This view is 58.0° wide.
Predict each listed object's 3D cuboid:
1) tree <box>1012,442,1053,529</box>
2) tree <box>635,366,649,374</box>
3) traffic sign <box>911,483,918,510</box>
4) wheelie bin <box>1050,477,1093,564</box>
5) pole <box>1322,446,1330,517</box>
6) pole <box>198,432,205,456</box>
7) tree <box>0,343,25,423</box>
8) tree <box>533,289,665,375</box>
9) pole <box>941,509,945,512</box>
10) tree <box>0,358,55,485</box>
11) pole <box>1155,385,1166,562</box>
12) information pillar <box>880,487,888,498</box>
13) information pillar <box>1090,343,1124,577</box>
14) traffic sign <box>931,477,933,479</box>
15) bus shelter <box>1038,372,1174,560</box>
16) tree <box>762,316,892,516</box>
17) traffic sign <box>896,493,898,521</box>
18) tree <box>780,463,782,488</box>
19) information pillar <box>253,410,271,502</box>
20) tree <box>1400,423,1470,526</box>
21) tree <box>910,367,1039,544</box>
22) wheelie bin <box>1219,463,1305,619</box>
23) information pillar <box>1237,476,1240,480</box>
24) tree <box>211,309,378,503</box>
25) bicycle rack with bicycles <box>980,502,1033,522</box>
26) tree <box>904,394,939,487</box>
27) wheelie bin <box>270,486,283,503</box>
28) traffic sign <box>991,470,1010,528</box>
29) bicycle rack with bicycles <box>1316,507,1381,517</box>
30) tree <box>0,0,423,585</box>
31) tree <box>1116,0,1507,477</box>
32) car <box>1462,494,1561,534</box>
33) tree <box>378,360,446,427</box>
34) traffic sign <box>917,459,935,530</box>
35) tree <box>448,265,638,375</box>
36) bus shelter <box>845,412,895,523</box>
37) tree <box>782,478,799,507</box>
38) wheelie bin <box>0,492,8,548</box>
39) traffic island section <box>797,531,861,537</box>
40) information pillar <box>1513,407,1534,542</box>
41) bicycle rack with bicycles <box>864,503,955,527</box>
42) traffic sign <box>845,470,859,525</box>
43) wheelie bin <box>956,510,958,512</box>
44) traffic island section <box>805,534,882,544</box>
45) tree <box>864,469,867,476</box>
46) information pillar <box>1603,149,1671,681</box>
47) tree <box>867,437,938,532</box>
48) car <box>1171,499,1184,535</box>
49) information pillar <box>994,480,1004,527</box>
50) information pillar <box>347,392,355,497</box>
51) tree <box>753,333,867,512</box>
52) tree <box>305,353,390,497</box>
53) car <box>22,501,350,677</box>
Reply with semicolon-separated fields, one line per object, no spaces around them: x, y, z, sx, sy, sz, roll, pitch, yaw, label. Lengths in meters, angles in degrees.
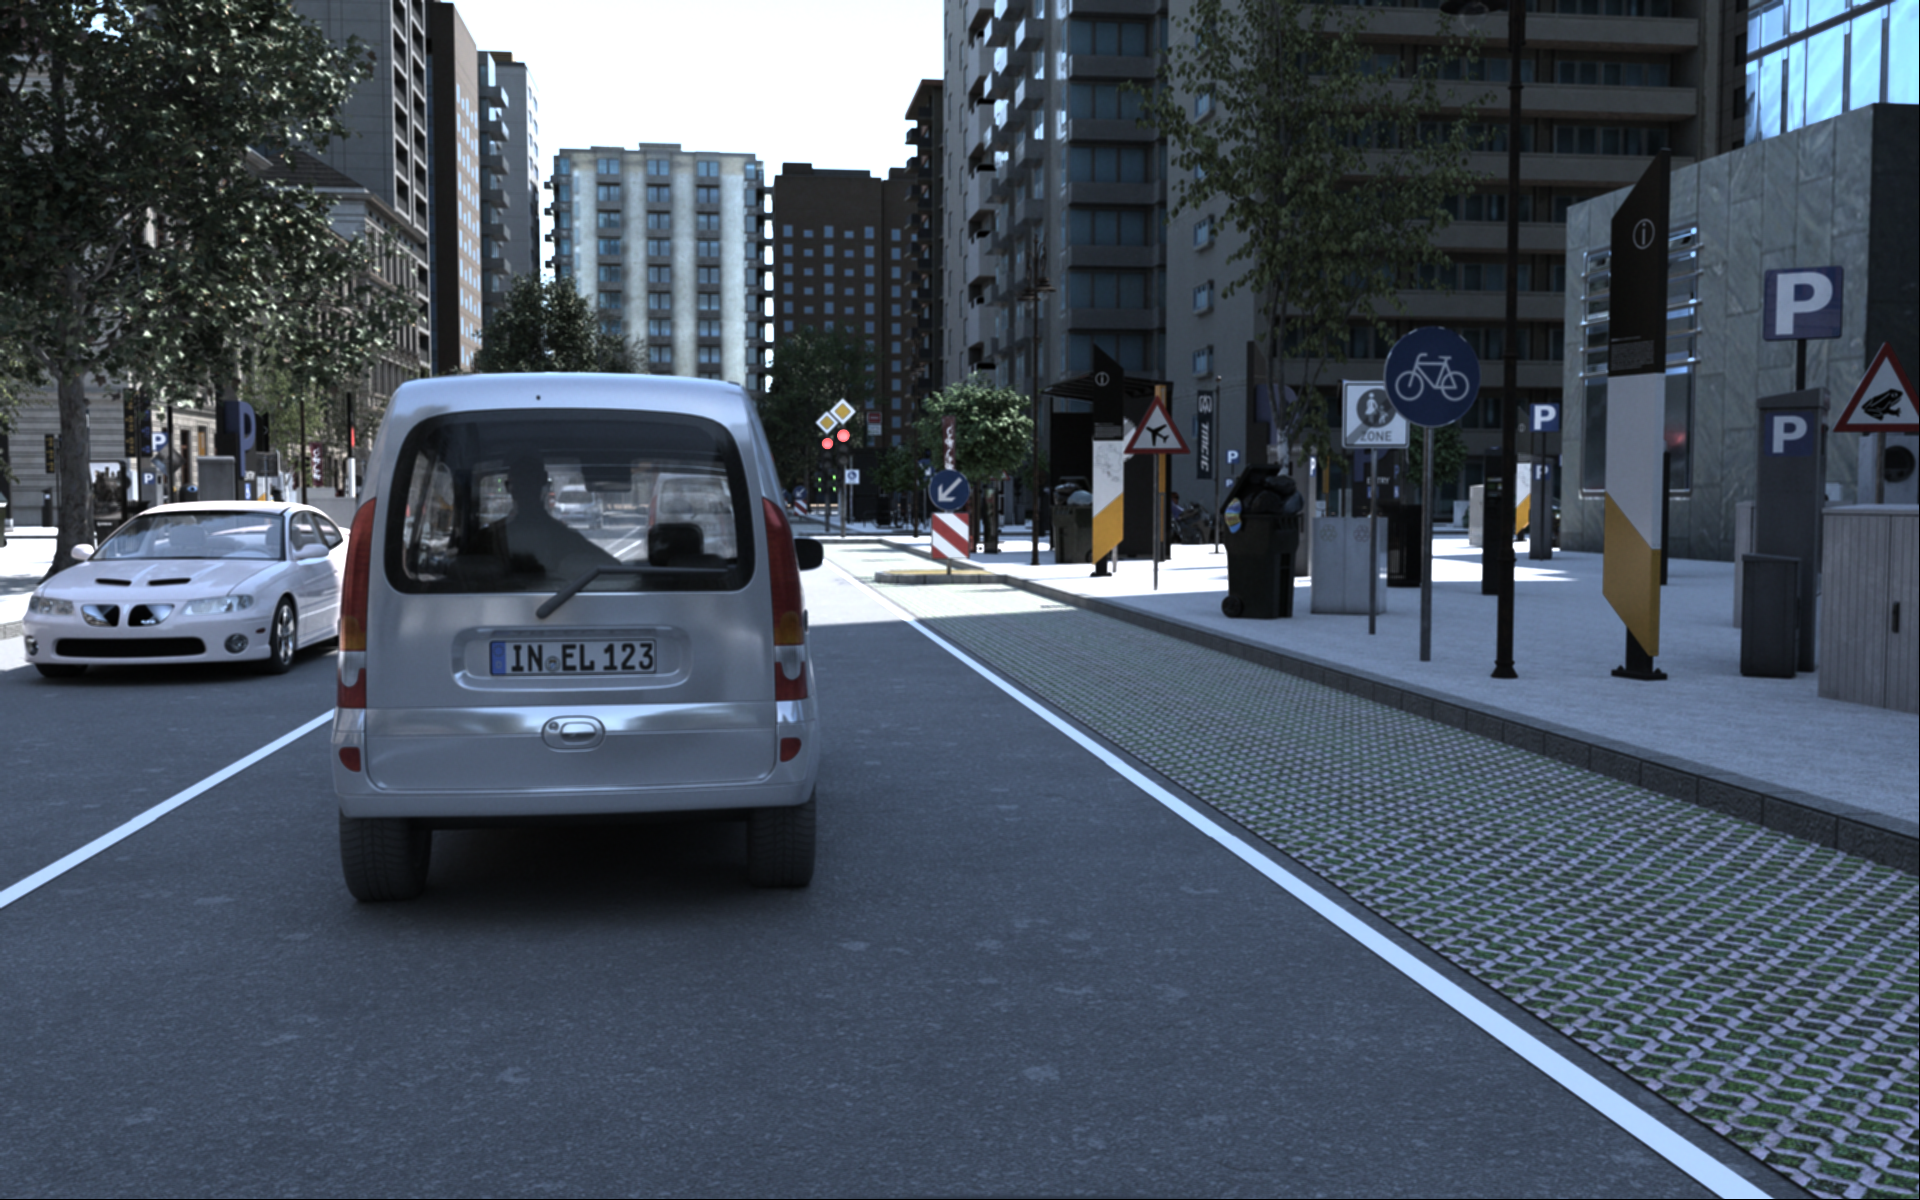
3.005;-4.248;64.050;1.663;3.219;1.824;0;3;0;tree
-32.390;-16.268;172.634;9.857;13.997;8.962;0;3;0;tree
-2.189;-4.659;78.302;0.606;2.300;0.079;0;4;-2;traffic sign
2.110;-1.471;31.963;0.980;1.594;0.693;3;5;45;wheelie bin
15.274;-4.812;72.511;0.158;3.312;0.155;0;3;0;pole
-25.117;-3.889;57.434;0.158;3.312;0.155;0;3;0;pole
-21.403;-5.299;37.005;4.737;8.622;4.395;0;3;0;tree
-22.261;-11.800;103.296;12.009;13.543;11.850;0;3;0;tree
-0.710;-4.839;72.957;0.158;3.312;0.155;0;3;0;pole
-25.484;-5.793;45.073;4.360;8.622;3.978;0;3;0;tree
3.756;-2.366;32.532;0.158;3.312;0.155;0;3;0;pole
-3.836;-5.053;87.115;0.304;2.012;0.304;2;4;35;information pillar
2.284;-2.172;26.867;0.504;3.616;0.183;0;4;8;information pillar
-1.170;-5.023;84.263;0.606;2.300;0.079;0;4;-3;traffic sign
2.946;-2.769;36.550;1.731;3.624;6.357;0;4;-8;bus shelter
-7.906;-10.809;102.478;9.928;11.665;9.643;0;3;0;tree
-2.982;-5.014;82.088;0.768;2.556;0.104;0;4;0;traffic sign
-20.470;-15.992;195.876;7.601;10.594;8.767;-1;4;-16;tree
-19.574;-3.497;48.533;0.504;3.616;0.183;-2;4;-26;information pillar
18.862;-5.259;69.699;4.285;4.588;4.351;0;3;0;tree
0.393;-3.750;45.026;4.285;4.588;4.351;0;3;0;tree
3.163;-0.618;18.017;0.693;1.594;0.980;3;5;40;wheelie bin
11.153;-3.970;69.393;0.304;2.012;0.304;2;4;34;information pillar
-24.395;-6.840;62.196;4.737;8.622;4.395;0;3;0;tree
2.078;-3.980;78.455;2.852;0.926;2.925;3;5;39;bicycle rack with bicycles
-2.340;-10.881;128.269;4.737;8.622;4.395;0;3;0;tree
-26.391;-3.589;66.581;0.693;1.594;0.980;-2;4;-31;wheelie bin
1.454;-4.022;65.765;0.884;2.594;0.081;0;4;-2;traffic sign
10.807;-2.095;47.641;2.852;0.926;2.925;2;4;30;bicycle rack with bicycles
-12.704;-6.581;24.605;9.611;12.733;9.660;0;3;0;tree
4.019;-4.265;20.092;4.737;8.622;4.395;0;3;0;tree
19.466;-2.854;58.454;4.920;1.459;2.131;0;4;-8;car
-29.964;-8.850;95.059;4.737;8.622;4.395;0;3;0;tree
-1.270;-3.822;62.594;0.768;2.556;0.104;0;4;-1;traffic sign
-20.912;-10.391;86.904;9.611;12.733;9.660;0;3;0;tree
-4.548;-6.396;82.199;2.179;5.291;8.768;0;4;-8;bus shelter
-17.352;-11.187;177.502;1.663;3.219;1.824;0;3;0;tree
-23.022;-2.021;40.955;0.693;1.594;0.980;0;4;-2;wheelie bin
-4.472;-2.229;58.729;2.009;0.180;2.903;0;4;-8;traffic island section
15.147;-3.372;46.487;0.183;3.616;0.504;-2;4;-32;information pillar
-2.273;-3.308;67.467;2.852;0.926;2.925;3;5;44;bicycle rack with bicycles
-4.510;-4.302;72.466;0.606;2.300;0.079;0;4;-1;traffic sign
-0.011;-5.035;90.233;0.693;1.594;0.980;-1;4;-23;wheelie bin
-3.405;-1.745;50.815;2.009;0.180;2.903;0;4;-8;traffic island section
-2.489;-4.252;64.127;1.663;3.219;1.824;0;3;0;tree
4.710;-1.266;12.056;0.183;3.616;0.504;-1;4;-21;information pillar
-1.841;-3.906;58.468;1.663;3.219;1.824;0;3;0;tree
5.334;-2.620;55.423;3.894;1.354;1.945;-1;4;-8;car
1.516;-3.830;67.110;0.304;2.012;0.304;2;4;34;information pillar
-14.067;-2.978;40.043;0.183;3.616;0.504;-1;4;-12;information pillar
-10.746;-12.526;121.813;9.611;12.733;9.660;0;3;0;tree
-29.414;-8.108;82.930;4.360;8.622;3.978;0;3;0;tree
-6.454;-0.170;15.147;2.083;1.381;4.827;0;4;-7;car
